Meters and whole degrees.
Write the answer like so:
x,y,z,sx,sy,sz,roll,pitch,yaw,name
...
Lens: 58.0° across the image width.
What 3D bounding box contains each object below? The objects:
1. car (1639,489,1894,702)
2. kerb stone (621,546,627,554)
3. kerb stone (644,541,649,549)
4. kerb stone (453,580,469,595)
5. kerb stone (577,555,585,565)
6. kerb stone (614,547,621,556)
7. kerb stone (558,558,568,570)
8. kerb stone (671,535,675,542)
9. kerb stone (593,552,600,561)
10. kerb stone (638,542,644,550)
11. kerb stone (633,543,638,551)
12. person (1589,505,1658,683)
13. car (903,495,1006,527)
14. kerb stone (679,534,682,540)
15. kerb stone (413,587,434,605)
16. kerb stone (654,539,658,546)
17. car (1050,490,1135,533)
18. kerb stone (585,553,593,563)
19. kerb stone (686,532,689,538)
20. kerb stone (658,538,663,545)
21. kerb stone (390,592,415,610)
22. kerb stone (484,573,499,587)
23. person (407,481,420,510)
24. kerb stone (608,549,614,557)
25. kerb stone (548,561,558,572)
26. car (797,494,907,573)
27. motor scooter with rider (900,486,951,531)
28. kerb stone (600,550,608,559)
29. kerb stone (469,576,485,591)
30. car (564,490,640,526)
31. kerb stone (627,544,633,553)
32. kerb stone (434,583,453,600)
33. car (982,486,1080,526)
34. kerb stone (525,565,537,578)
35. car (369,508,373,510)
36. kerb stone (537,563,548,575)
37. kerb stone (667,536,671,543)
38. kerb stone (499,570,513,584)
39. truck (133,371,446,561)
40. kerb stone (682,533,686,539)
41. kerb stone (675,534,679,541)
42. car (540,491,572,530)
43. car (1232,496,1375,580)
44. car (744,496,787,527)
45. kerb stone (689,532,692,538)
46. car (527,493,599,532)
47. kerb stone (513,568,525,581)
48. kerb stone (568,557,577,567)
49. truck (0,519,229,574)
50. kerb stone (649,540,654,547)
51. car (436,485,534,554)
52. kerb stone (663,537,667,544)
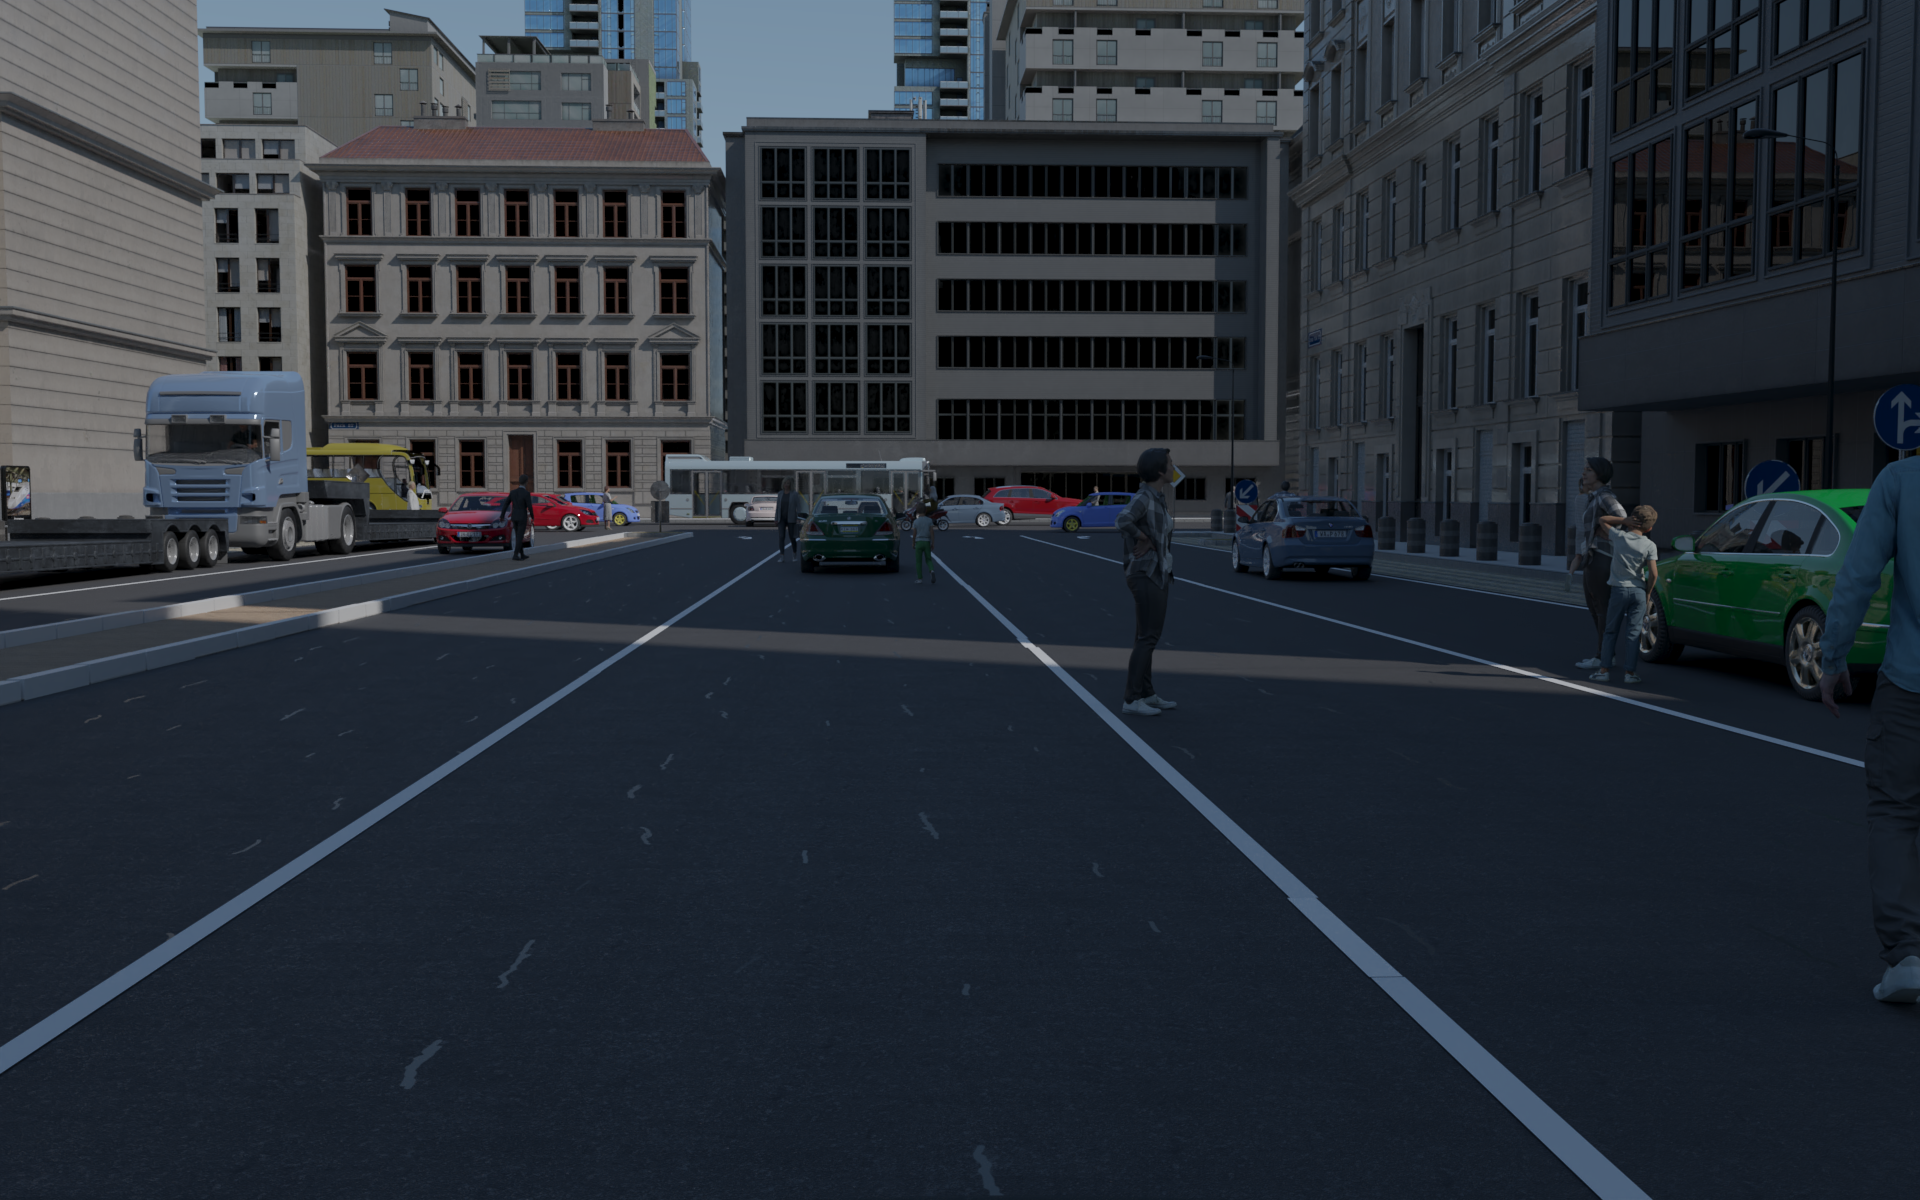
x,y,z,sx,sy,sz,roll,pitch,yaw,name
6.715,-0.277,13.324,1.959,1.807,4.718,0,4,-1,car
-8.129,-1.168,41.298,0.120,0.150,1.000,0,4,-3,kerb stone
-8.353,-1.420,45.420,0.120,0.150,1.000,0,4,-3,kerb stone
-7.258,-0.163,24.856,0.120,0.150,1.000,0,4,-3,kerb stone
-7.803,-0.787,35.129,0.120,0.150,1.000,0,4,-3,kerb stone
-8.081,-1.106,40.273,0.120,0.150,1.000,0,4,-3,kerb stone
-7.690,-0.665,33.068,0.120,0.150,1.000,0,4,-3,kerb stone
-8.692,-1.795,51.601,0.120,0.150,1.000,0,4,-3,kerb stone
-7.912,-0.916,37.179,0.120,0.150,1.000,0,4,-3,kerb stone
-8.299,-1.357,44.379,0.120,0.150,1.000,0,4,-3,kerb stone
-8.245,-1.294,43.354,0.120,0.150,1.000,0,4,-3,kerb stone
5.062,-0.049,13.207,0.435,1.345,0.340,1,4,11,person
-0.268,-3.866,75.218,4.499,1.417,2.014,0,4,-2,car
-8.796,-1.925,53.662,0.120,0.150,1.000,0,4,-3,kerb stone
-7.142,-0.037,22.803,0.120,0.150,1.000,0,4,-3,kerb stone
-8.463,-1.547,47.484,0.120,0.150,1.000,0,4,-3,kerb stone
5.242,-3.402,65.215,3.694,1.707,1.945,0,4,-2,car
-7.853,-0.854,36.154,0.120,0.150,1.000,0,4,-3,kerb stone
-8.914,-2.050,55.719,0.120,0.150,1.000,0,4,-3,kerb stone
-8.521,-1.610,48.517,0.120,0.150,1.000,0,4,-3,kerb stone
-7.081,0.026,21.778,0.120,0.150,1.000,0,4,-3,kerb stone
-7.362,-0.286,26.906,0.120,0.150,1.000,0,4,-3,kerb stone
-17.640,-2.889,55.617,0.514,1.842,0.818,3,5,44,person
-8.022,-1.043,39.245,0.120,0.150,1.000,0,4,-3,kerb stone
-7.637,-0.602,32.043,0.120,0.150,1.000,0,4,-3,kerb stone
-2.074,-1.300,33.049,2.131,1.459,4.920,0,4,-3,car
-1.314,-3.546,66.937,1.986,1.779,0.876,0,4,-2,motor scooter with rider
-7.968,-0.973,38.213,0.120,0.150,1.000,0,4,-3,kerb stone
-7.305,-0.220,25.882,0.120,0.150,1.000,0,4,-3,kerb stone
-16.287,-4.182,77.962,3.694,1.707,1.945,0,4,-1,car
-8.185,-1.231,42.323,0.120,0.150,1.000,0,4,-3,kerb stone
-7.198,-0.100,23.831,0.120,0.150,1.000,0,4,-3,kerb stone
3.418,-4.317,79.258,5.304,1.827,2.281,0,4,-3,car
-7.526,-0.477,29.993,0.120,0.150,1.000,0,4,-3,kerb stone
-26.250,-3.791,71.772,4.222,1.686,2.009,0,4,-1,car
-7.585,-0.540,31.018,0.120,0.150,1.000,0,4,-3,kerb stone
-8.635,-1.729,50.577,0.120,0.150,1.000,0,4,-3,kerb stone
-7.414,-0.351,27.936,0.120,0.150,1.000,0,4,-3,kerb stone
-15.741,-3.309,43.859,2.967,4.110,18.799,0,4,-2,truck
-8.857,-1.987,54.691,0.120,0.150,1.000,0,4,-3,kerb stone
-8.743,-1.862,52.633,0.120,0.150,1.000,0,4,-3,kerb stone
-17.699,-3.694,69.436,4.494,1.783,2.155,0,4,-5,car
5.935,-1.113,30.195,2.014,1.417,4.499,0,4,-2,car
-8.582,-3.967,77.227,2.083,1.381,4.827,0,4,-5,car
-8.961,-2.109,56.747,0.120,0.150,1.000,0,4,-3,kerb stone
-16.053,-3.495,66.181,4.494,1.783,2.155,0,4,-3,car
-7.472,-0.413,28.964,0.120,0.150,1.000,0,4,-3,kerb stone
-7.743,-0.726,34.100,0.120,0.150,1.000,0,4,-3,kerb stone
-15.067,-2.152,24.942,2.967,4.110,18.799,0,4,-4,truck
-8.407,-1.483,46.448,0.120,0.150,1.000,0,4,-3,kerb stone
-11.746,-2.076,42.984,2.155,1.783,4.494,0,4,-5,car
-8.579,-1.673,49.548,0.120,0.150,1.000,0,4,-3,kerb stone
